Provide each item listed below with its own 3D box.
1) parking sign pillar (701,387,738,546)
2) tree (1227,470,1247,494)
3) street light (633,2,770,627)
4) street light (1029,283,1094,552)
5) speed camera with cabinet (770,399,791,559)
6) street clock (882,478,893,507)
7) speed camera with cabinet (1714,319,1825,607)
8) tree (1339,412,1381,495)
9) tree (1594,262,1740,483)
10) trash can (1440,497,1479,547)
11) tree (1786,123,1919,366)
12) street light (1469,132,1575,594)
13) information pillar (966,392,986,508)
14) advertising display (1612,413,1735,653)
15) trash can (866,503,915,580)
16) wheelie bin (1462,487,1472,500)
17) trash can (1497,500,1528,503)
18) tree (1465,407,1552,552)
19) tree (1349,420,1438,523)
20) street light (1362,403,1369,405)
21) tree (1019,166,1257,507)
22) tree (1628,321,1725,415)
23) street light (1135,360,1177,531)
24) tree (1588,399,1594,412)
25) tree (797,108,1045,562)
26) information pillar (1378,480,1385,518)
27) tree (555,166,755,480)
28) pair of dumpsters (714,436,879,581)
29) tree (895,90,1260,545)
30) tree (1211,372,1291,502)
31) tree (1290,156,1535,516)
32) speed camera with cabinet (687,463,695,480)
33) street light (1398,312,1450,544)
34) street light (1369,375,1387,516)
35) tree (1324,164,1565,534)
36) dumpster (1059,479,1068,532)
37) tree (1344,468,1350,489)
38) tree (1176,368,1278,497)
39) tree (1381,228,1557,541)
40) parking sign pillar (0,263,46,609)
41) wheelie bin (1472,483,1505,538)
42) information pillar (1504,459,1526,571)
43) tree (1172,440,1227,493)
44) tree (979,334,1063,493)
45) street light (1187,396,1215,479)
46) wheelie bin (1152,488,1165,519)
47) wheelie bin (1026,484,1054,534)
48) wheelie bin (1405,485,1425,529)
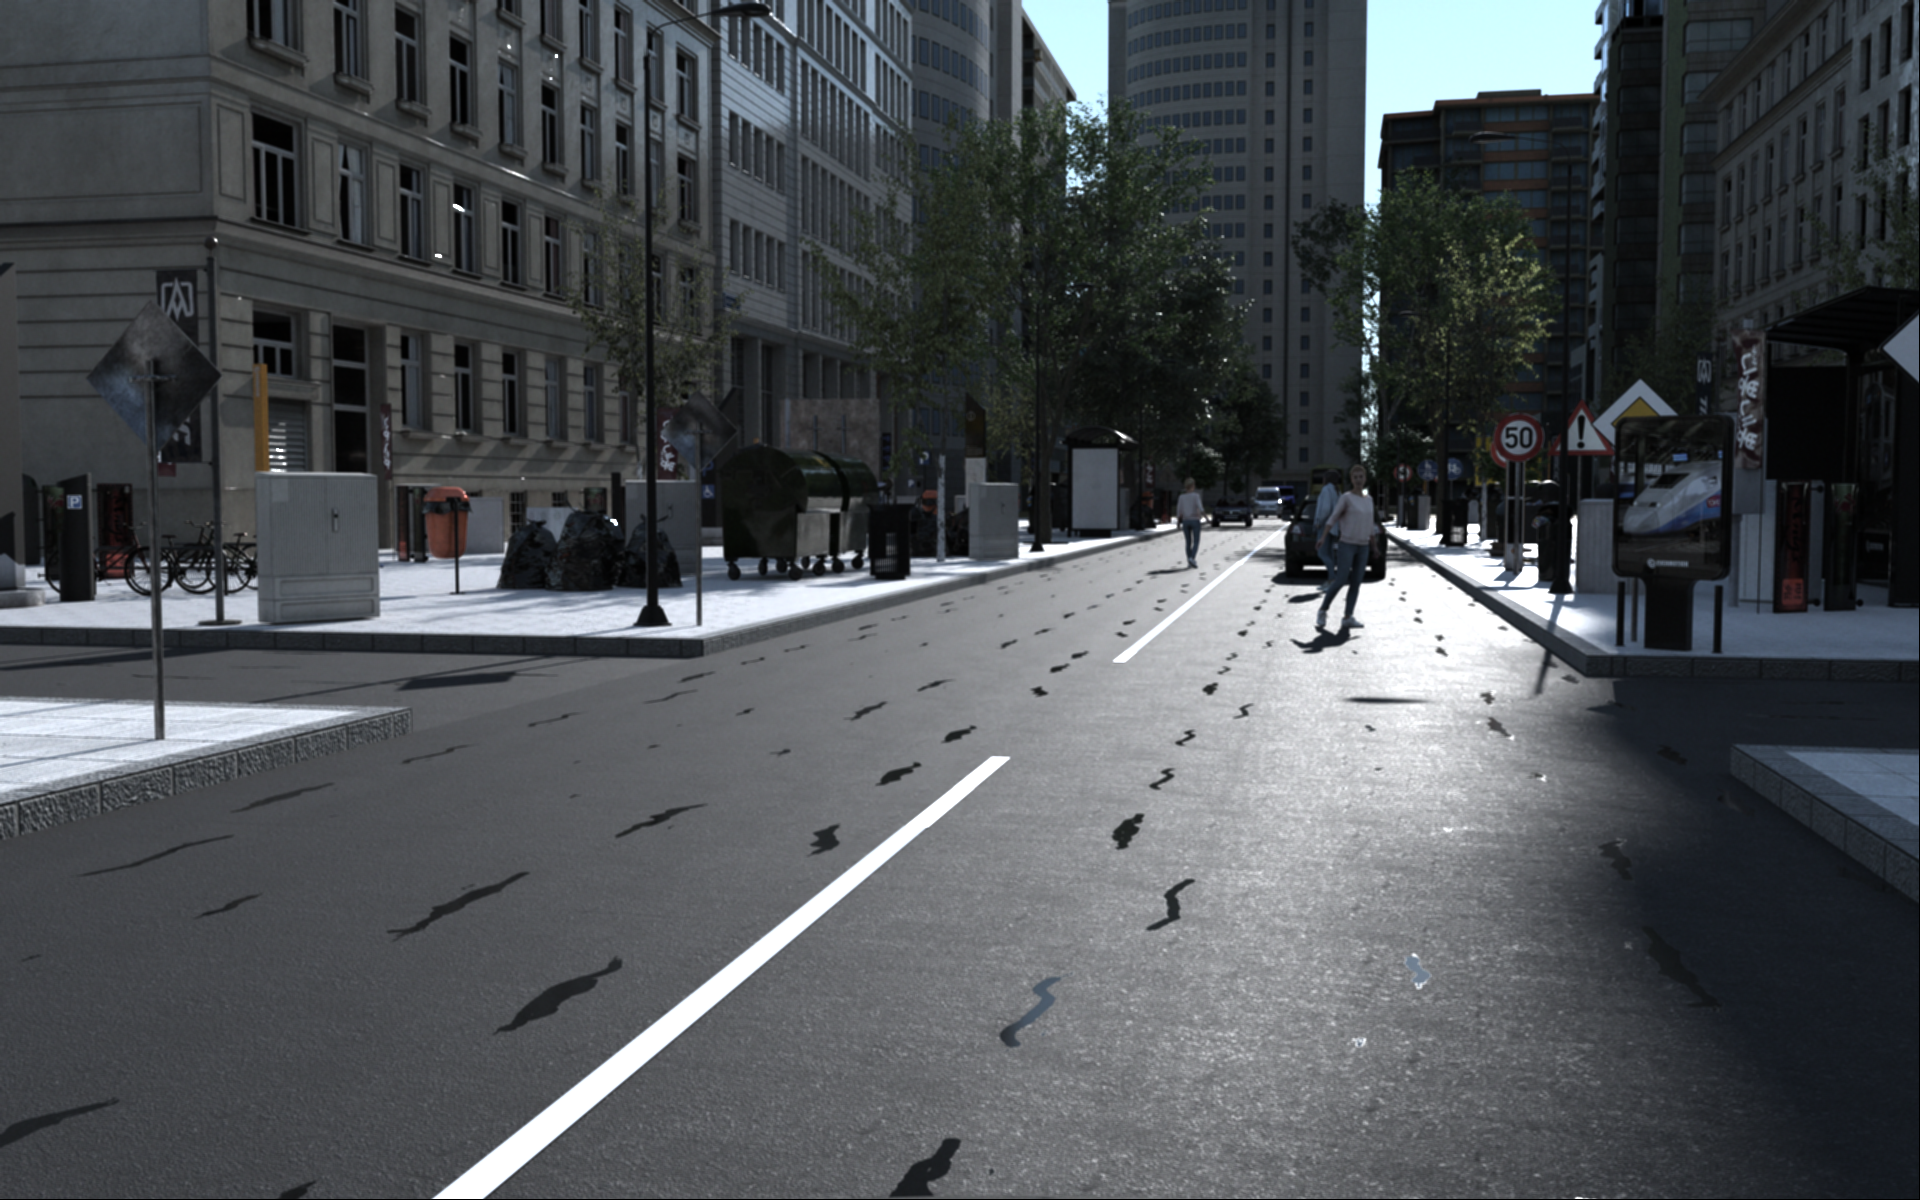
[{"bbox_3d":[-6.007,-3.350,43.250,1.447,3.967,1.447,1,4,18],"label":"parking sign pillar"},{"bbox_3d":[22.613,-8.925,140.531,1.663,3.219,1.824,0,3,0],"label":"tree"},{"bbox_3d":[-2.474,-2.696,16.620,1.470,5.913,1.316,1,4,12],"label":"street light"},{"bbox_3d":[2.249,-4.023,38.317,1.470,5.913,1.316,1,4,12],"label":"street light"},{"bbox_3d":[-3.439,-2.503,35.261,0.660,3.252,2.038,0,4,5],"label":"speed camera with cabinet"},{"bbox_3d":[-3.243,-4.478,77.778,0.471,2.002,0.358,1,4,11],"label":"street clock"},{"bbox_3d":[9.351,-1.585,20.258,2.038,3.252,0.660,-3,4,-37],"label":"speed camera with cabinet"},{"bbox_3d":[35.473,-12.285,151.222,4.360,8.622,3.978,0,3,0],"label":"tree"},{"bbox_3d":[23.009,-6.435,55.569,4.737,8.622,4.395,0,3,0],"label":"tree"},{"bbox_3d":[12.101,-1.876,42.326,0.748,1.137,0.748,0,3,0],"label":"trash can"},{"bbox_3d":[18.358,-5.073,33.300,4.737,8.622,4.395,0,3,0],"label":"tree"},{"bbox_3d":[7.237,-3.044,22.319,1.470,5.913,1.316,1,4,12],"label":"street light"},{"bbox_3d":[0.341,-2.947,39.544,0.504,3.616,0.183,2,4,27],"label":"information pillar"},{"bbox_3d":[5.846,-0.552,14.245,0.123,1.923,0.974,-3,4,-39],"label":"advertising display"},{"bbox_3d":[-1.051,-0.881,26.058,0.748,1.137,0.748,0,3,0],"label":"trash can"},{"bbox_3d":[24.452,-4.574,82.692,0.980,1.594,0.693,-2,4,-31],"label":"wheelie bin"},{"bbox_3d":[13.858,-1.947,43.481,0.748,1.137,0.748,0,3,0],"label":"trash can"},{"bbox_3d":[12.352,-2.684,38.492,1.663,3.219,1.824,0,3,0],"label":"tree"},{"bbox_3d":[19.430,-5.646,76.021,4.285,4.588,4.351,0,3,0],"label":"tree"},{"bbox_3d":[21.149,-7.078,88.265,1.470,5.913,1.316,1,4,12],"label":"street light"},{"bbox_3d":[6.573,-9.782,66.591,9.857,13.997,8.962,0,3,0],"label":"tree"},{"bbox_3d":[30.098,-7.474,72.564,4.360,8.622,3.978,0,3,0],"label":"tree"},{"bbox_3d":[6.815,-5.358,60.145,1.470,5.913,1.316,1,4,12],"label":"street light"},{"bbox_3d":[30.870,-7.834,78.442,4.737,8.622,4.395,0,3,0],"label":"tree"},{"bbox_3d":[-0.589,-5.033,32.660,4.737,8.622,4.395,0,3,0],"label":"tree"},{"bbox_3d":[20.882,-4.972,85.782,0.304,2.012,0.304,2,4,25],"label":"information pillar"},{"bbox_3d":[-7.141,-5.468,39.772,4.360,8.622,3.978,0,3,0],"label":"tree"},{"bbox_3d":[-2.556,-1.536,27.603,1.574,2.255,4.437,1,4,12],"label":"pair of dumpsters"},{"bbox_3d":[2.353,-7.251,44.303,9.928,11.665,9.643,0,3,0],"label":"tree"},{"bbox_3d":[27.274,-14.887,161.526,7.486,12.596,7.792,0,3,0],"label":"tree"},{"bbox_3d":[25.354,-14.772,97.417,12.611,20.169,13.585,0,3,0],"label":"tree"},{"bbox_3d":[-7.705,-3.474,51.136,0.660,3.252,2.038,-1,4,-10],"label":"speed camera with cabinet"},{"bbox_3d":[11.864,-4.382,44.190,1.470,5.913,1.316,1,4,12],"label":"street light"},{"bbox_3d":[16.562,-5.749,66.540,1.470,5.913,1.316,1,4,12],"label":"street light"},{"bbox_3d":[15.369,-7.942,55.612,9.928,11.665,9.643,0,3,0],"label":"tree"},{"bbox_3d":[4.112,-3.290,59.549,1.264,1.857,1.865,1,4,12],"label":"dumpster"},{"bbox_3d":[36.538,-10.673,158.213,4.285,4.588,4.351,0,3,0],"label":"tree"},{"bbox_3d":[18.380,-11.414,121.031,8.767,10.594,7.601,2,4,35],"label":"tree"},{"bbox_3d":[14.178,-5.937,47.427,4.360,8.622,3.978,0,3,0],"label":"tree"},{"bbox_3d":[-11.256,-1.907,19.654,1.447,3.967,1.447,0,4,5],"label":"parking sign pillar"},{"bbox_3d":[15.450,-2.596,50.347,0.693,1.594,0.980,2,4,31],"label":"wheelie bin"},{"bbox_3d":[9.257,-1.493,28.904,0.304,2.012,0.304,1,4,15],"label":"information pillar"},{"bbox_3d":[14.574,-7.412,104.893,4.285,4.588,4.351,0,3,0],"label":"tree"},{"bbox_3d":[2.923,-7.768,77.369,4.360,8.622,3.978,0,3,0],"label":"tree"},{"bbox_3d":[11.369,-6.710,82.244,1.470,5.913,1.316,1,4,12],"label":"street light"},{"bbox_3d":[10.147,-4.925,88.436,0.980,1.594,0.693,3,5,44],"label":"wheelie bin"},{"bbox_3d":[2.628,-2.936,55.913,0.980,1.594,0.693,-3,4,-39],"label":"wheelie bin"},{"bbox_3d":[16.601,-3.382,63.208,0.693,1.594,0.980,1,4,12],"label":"wheelie bin"}]
